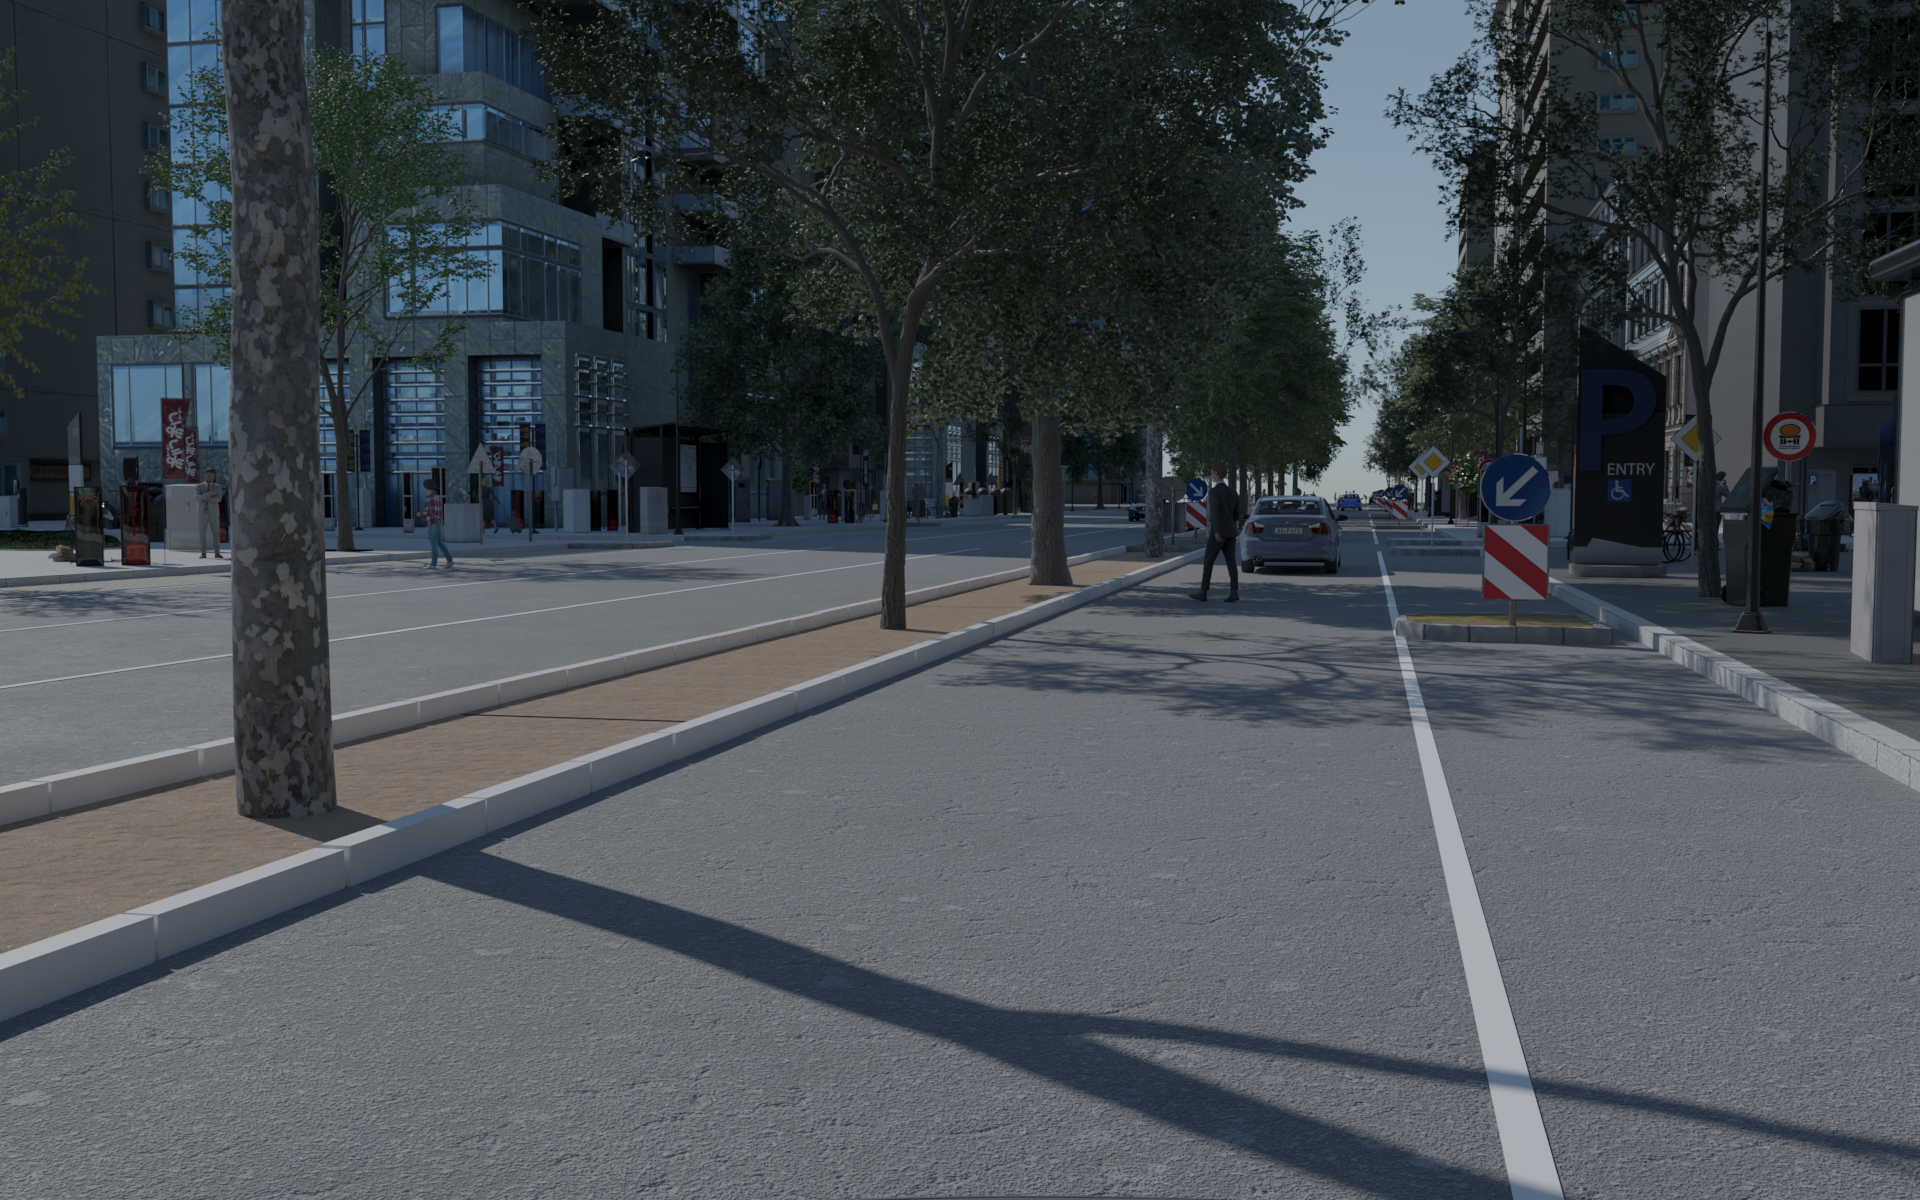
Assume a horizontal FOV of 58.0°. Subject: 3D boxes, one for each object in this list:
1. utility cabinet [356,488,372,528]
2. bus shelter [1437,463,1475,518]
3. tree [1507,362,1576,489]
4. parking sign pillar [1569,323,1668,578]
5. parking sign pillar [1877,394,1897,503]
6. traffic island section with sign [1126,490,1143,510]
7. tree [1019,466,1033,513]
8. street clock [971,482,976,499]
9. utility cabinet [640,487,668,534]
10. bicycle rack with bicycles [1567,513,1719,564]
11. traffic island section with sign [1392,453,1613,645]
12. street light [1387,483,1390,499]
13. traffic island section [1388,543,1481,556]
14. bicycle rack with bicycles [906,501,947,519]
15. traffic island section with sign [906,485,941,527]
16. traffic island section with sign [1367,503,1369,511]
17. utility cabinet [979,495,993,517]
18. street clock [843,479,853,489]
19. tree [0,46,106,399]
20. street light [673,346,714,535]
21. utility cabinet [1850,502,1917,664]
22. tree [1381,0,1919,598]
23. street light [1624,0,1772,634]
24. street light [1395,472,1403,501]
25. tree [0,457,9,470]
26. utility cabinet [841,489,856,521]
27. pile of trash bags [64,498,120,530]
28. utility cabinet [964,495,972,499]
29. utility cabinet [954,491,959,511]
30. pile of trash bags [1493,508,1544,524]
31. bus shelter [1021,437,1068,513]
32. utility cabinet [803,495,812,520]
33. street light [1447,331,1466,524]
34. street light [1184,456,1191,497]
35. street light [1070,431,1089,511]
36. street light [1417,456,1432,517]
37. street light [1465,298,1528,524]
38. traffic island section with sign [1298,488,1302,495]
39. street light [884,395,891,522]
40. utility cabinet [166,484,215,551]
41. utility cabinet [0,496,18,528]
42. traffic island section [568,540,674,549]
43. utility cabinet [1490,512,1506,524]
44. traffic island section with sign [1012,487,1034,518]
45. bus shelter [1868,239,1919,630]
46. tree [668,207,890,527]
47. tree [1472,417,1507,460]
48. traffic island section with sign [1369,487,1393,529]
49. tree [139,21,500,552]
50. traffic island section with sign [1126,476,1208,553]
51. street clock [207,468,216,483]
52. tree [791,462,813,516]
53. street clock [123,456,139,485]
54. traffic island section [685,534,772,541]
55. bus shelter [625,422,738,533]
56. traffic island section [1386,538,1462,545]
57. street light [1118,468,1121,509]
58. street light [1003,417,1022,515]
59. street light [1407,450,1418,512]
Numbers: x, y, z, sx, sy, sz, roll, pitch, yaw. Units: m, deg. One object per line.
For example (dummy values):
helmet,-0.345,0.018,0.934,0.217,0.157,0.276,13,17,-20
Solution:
utility cabinet,-22.636,-3.494,65.806,0.318,1.500,1.173,-2,4,-31
bus shelter,27.163,-6.156,94.575,2.014,3.302,5.546,1,4,13
tree,32.959,-8.919,96.183,4.360,8.622,3.978,0,3,0
parking sign pillar,10.311,-2.359,27.041,1.447,3.967,1.447,1,4,23
parking sign pillar,24.804,-3.534,46.248,1.447,3.967,1.447,2,4,26
traffic island section with sign,15.652,-8.738,151.501,1.989,1.847,2.006,1,4,13
tree,4.742,-7.532,117.744,1.663,3.219,1.824,0,3,0
street clock,0.829,-6.121,104.654,0.358,2.002,0.471,0,4,1
utility cabinet,-9.694,-2.828,54.924,0.318,1.500,1.173,1,4,21
bicycle rack with bicycles,13.060,-1.195,32.916,2.925,0.926,2.852,-1,4,-9
traffic island section with sign,5.454,-0.547,17.571,1.989,1.847,2.006,1,4,13
street light,43.443,-12.213,172.229,1.470,5.913,1.316,1,4,13
traffic island section,11.369,-1.179,41.561,2.009,0.180,2.903,1,4,13
bicycle rack with bicycles,-2.103,-4.678,89.872,2.852,0.926,2.925,2,4,35
traffic island section with sign,-1.900,-4.143,76.371,1.989,1.847,2.006,1,4,13
traffic island section with sign,24.139,-5.446,97.678,1.989,1.847,2.006,1,4,13
utility cabinet,1.509,-5.375,99.035,0.306,1.237,1.020,3,4,37
street clock,-5.468,-4.899,84.675,0.471,2.002,0.358,-2,4,-31
tree,-15.974,-4.701,27.216,4.737,8.622,4.395,0,3,0
street light,-8.374,-5.011,54.469,1.470,5.913,1.316,1,4,13
utility cabinet,7.242,-0.148,13.576,0.306,1.237,1.020,1,4,19
tree,9.473,-5.332,21.584,8.767,10.594,7.601,1,4,18
street light,6.804,-2.657,15.979,1.470,5.913,1.316,1,4,13
street light,32.117,-9.250,123.774,1.470,5.913,1.316,1,4,13
tree,-26.821,-3.181,46.605,1.663,3.219,1.824,0,3,0
utility cabinet,-5.271,-4.480,81.926,0.318,1.500,1.173,1,4,18
pile of trash bags,-31.188,-3.311,63.886,1.912,1.369,3.447,1,4,13
utility cabinet,0.525,-6.142,111.580,0.306,1.237,1.020,1,4,15
utility cabinet,0.154,-7.148,125.545,1.173,1.500,0.318,1,4,20
pile of trash bags,17.684,-2.686,53.660,1.912,1.369,3.447,-2,4,-24
bus shelter,5.904,-8.926,123.567,2.179,5.291,8.768,1,4,13
utility cabinet,-7.498,-4.526,85.156,0.306,1.237,1.020,0,4,3
street light,14.754,-4.700,49.386,1.470,5.913,1.316,1,4,13
street light,27.726,-14.511,209.791,1.470,5.913,1.316,1,4,13
street light,8.892,-9.551,128.704,1.470,5.913,1.316,1,4,13
street light,20.361,-6.183,73.627,1.470,5.913,1.316,1,4,13
street light,12.836,-4.193,41.094,1.470,5.913,1.316,1,4,13
traffic island section with sign,24.020,-7.063,123.622,2.006,1.907,1.989,1,4,13
street light,-2.805,-6.494,78.718,1.470,5.913,1.316,1,4,13
utility cabinet,-17.241,-1.842,38.794,1.173,1.500,0.318,2,4,24
utility cabinet,-35.681,-3.290,64.945,1.020,1.237,0.306,3,5,41
traffic island section,-8.927,-1.468,46.287,2.009,0.180,2.903,1,4,13
utility cabinet,18.474,-2.933,59.115,1.020,1.237,0.306,-1,4,-14
traffic island section with sign,4.228,-5.749,102.623,1.989,1.847,2.006,1,4,13
bus shelter,8.726,-2.197,13.556,2.179,5.291,8.768,1,4,13
tree,-6.985,-9.270,68.578,9.611,12.733,9.660,0,3,0
tree,36.864,-10.319,119.074,4.360,8.622,3.978,0,3,0
traffic island section with sign,17.955,-3.825,71.167,1.989,1.847,2.006,1,4,13
tree,-13.852,-6.891,38.416,9.928,11.665,9.643,0,3,0
traffic island section with sign,5.251,-2.146,43.230,2.006,1.907,1.989,1,4,13
street clock,-21.050,-2.701,48.734,0.358,2.002,0.471,-1,4,-23
tree,-9.202,-6.448,100.018,1.663,3.219,1.824,0,3,0
street clock,-15.633,-1.721,32.703,0.358,2.002,0.471,-1,4,-20
traffic island section,-7.111,-1.944,54.063,2.009,0.180,2.903,1,4,13
bus shelter,-9.572,-4.199,59.942,1.731,3.624,6.357,1,4,13
traffic island section,13.185,-1.655,49.337,2.009,0.180,2.903,1,4,13
street light,14.687,-11.080,153.698,1.470,5.913,1.316,1,4,13
street light,3.279,-8.068,104.447,1.470,5.913,1.316,1,4,13
street light,26.034,-7.664,97.852,1.470,5.913,1.316,1,4,13
